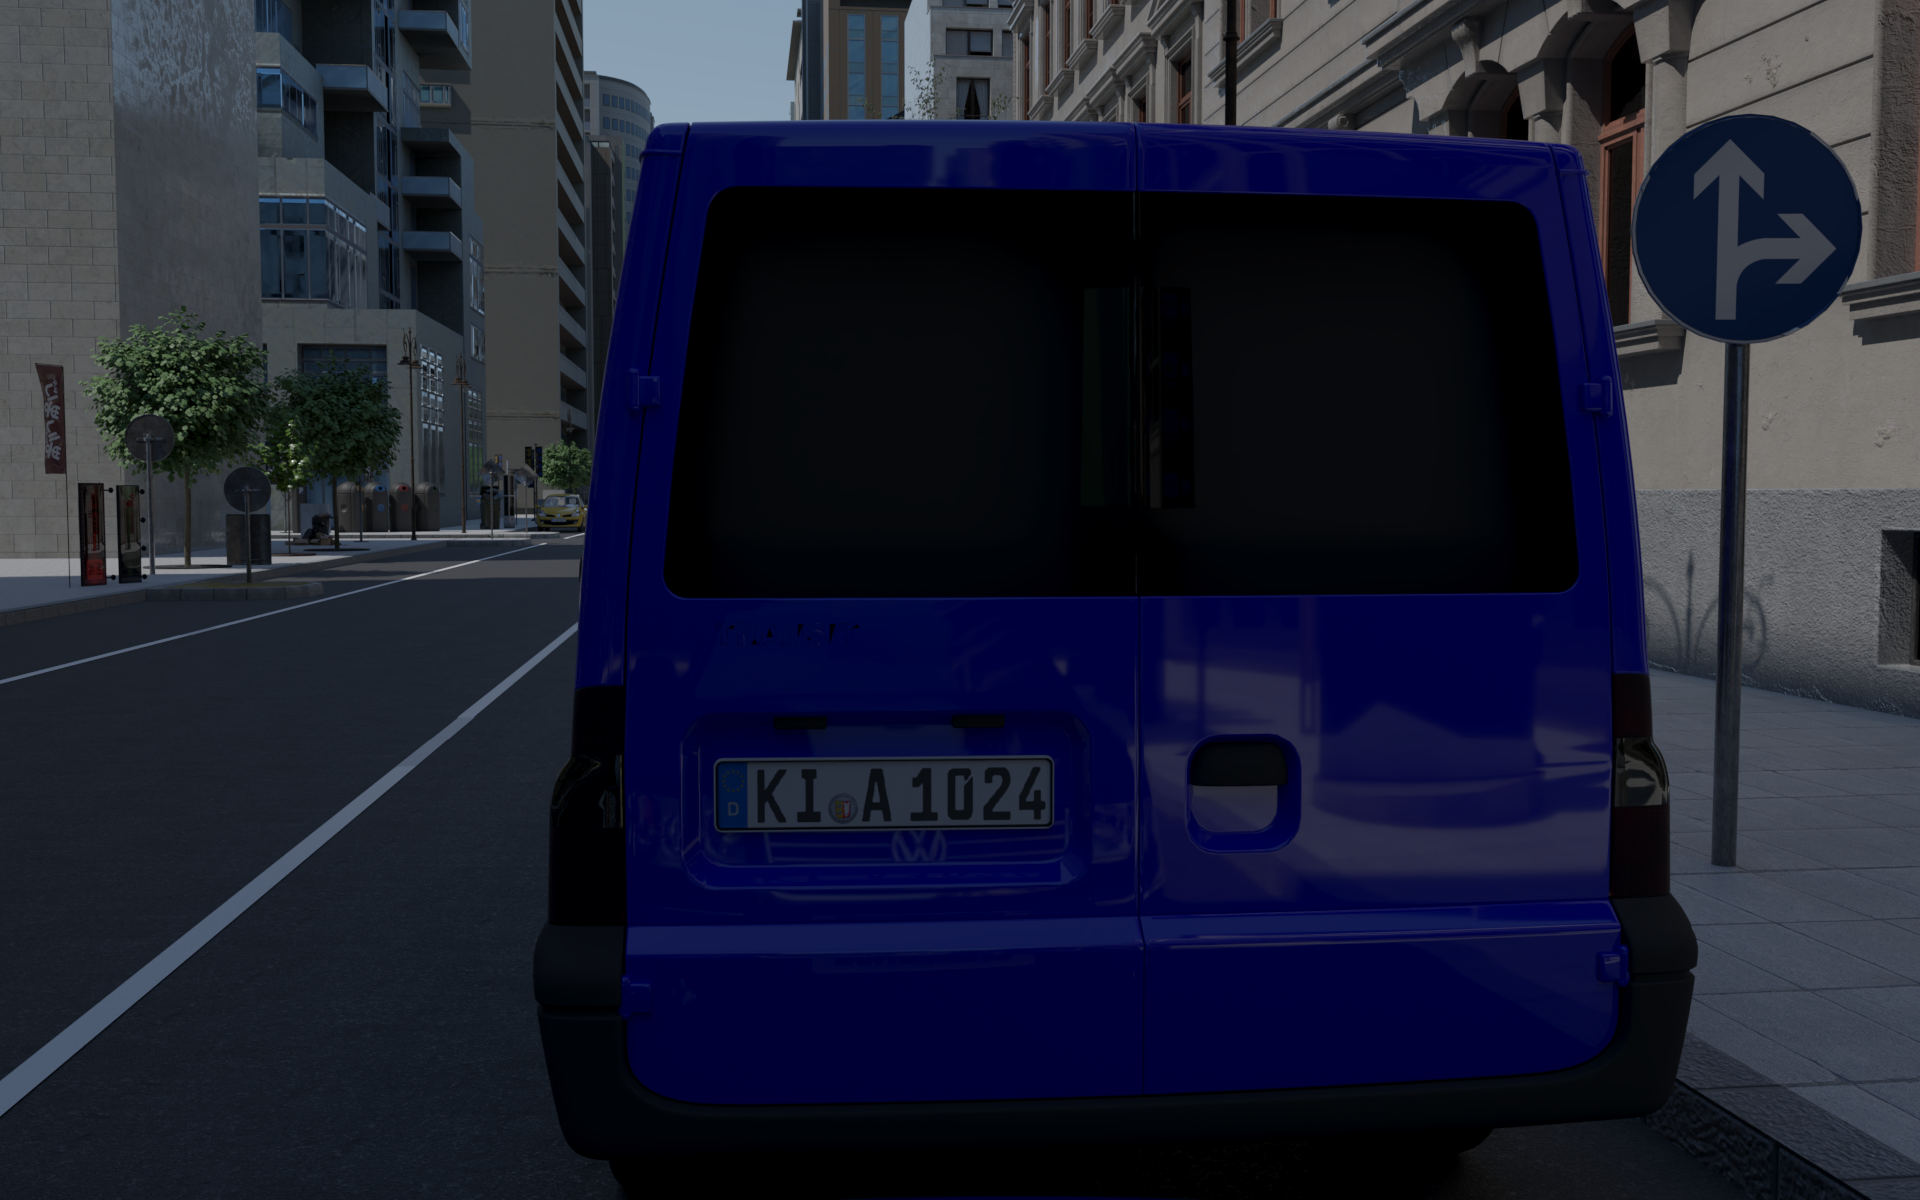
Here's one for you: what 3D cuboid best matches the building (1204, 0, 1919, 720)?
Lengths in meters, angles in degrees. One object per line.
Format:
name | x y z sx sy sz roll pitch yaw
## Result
building | 11.000 -13.898 14.617 14.401 28.519 23.554 0 4 -7

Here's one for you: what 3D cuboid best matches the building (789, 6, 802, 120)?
building | -18.003 -58.885 275.438 22.319 86.520 31.000 0 4 -7

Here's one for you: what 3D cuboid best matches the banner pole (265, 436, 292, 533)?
banner pole | -22.421 -4.087 56.840 0.863 3.779 0.401 -1 4 -18

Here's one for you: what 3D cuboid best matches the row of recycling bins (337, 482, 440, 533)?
row of recycling bins | -19.349 -3.148 58.577 3.534 1.692 1.069 -3 5 -44

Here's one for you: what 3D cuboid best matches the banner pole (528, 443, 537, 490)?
banner pole | -21.103 -5.849 85.644 0.863 3.779 0.401 2 4 35

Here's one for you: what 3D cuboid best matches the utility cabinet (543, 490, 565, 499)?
utility cabinet | -22.345 -5.304 95.402 1.173 1.500 0.318 0 4 0

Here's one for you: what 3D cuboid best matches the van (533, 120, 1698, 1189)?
van | 0.007 -0.057 5.316 2.240 2.365 5.245 0 4 -6

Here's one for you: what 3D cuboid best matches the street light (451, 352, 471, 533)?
street light | -16.264 -5.127 56.612 0.468 5.910 1.993 0 4 -7

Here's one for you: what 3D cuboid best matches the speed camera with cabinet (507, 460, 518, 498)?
speed camera with cabinet | -26.707 -6.542 101.305 0.660 3.252 2.038 1 4 23

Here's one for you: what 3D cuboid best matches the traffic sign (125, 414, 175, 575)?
traffic sign | -12.875 -1.678 27.540 0.768 2.556 0.104 0 4 -5

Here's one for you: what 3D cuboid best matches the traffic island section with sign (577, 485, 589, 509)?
traffic island section with sign | -17.008 -4.276 78.547 1.989 1.847 2.006 0 4 -7

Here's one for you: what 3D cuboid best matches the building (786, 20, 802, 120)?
building | -4.411 -36.902 192.584 28.713 52.752 27.495 0 4 -7

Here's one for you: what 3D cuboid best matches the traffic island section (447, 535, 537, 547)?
traffic island section | -13.212 -1.624 48.839 2.009 0.180 2.903 0 4 -7

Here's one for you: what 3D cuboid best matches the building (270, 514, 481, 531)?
building | -32.009 -46.452 72.156 22.319 86.520 31.000 0 4 -7

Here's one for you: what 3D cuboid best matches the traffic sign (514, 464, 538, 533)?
traffic sign | -14.200 -3.245 56.702 0.795 2.450 0.064 0 4 -7

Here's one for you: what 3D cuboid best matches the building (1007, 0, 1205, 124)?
building | 7.663 -12.294 37.159 11.583 22.565 21.152 0 4 -7

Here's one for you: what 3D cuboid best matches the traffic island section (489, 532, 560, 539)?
traffic island section | -14.222 -2.109 56.760 2.009 0.180 2.903 0 4 -7

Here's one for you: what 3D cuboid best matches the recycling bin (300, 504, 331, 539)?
recycling bin | -17.139 -2.050 46.077 0.722 1.027 0.722 -1 4 -17

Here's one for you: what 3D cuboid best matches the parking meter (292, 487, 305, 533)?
parking meter | -21.662 -3.120 56.730 0.255 1.863 0.399 1 4 22

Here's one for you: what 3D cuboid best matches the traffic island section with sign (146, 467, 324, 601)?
traffic island section with sign | -10.099 -0.961 24.335 1.989 1.847 2.006 0 4 -7

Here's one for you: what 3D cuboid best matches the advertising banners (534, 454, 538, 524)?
advertising banners | -17.919 -4.716 73.287 0.090 3.025 2.074 -1 4 -16

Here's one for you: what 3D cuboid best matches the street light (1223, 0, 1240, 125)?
street light | 1.662 -2.317 10.676 0.468 5.910 1.993 0 4 -7

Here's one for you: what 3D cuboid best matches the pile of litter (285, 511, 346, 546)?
pile of litter | -16.185 -1.805 43.471 1.719 0.858 1.176 3 4 37

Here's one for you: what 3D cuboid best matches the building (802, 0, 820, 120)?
building | -4.363 -38.034 163.852 21.231 58.520 28.212 0 4 -7

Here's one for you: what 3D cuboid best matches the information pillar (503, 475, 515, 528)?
information pillar | -16.989 -3.716 65.241 0.304 2.012 0.304 2 4 31

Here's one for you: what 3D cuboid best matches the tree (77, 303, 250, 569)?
tree | -13.486 -2.830 29.981 4.285 4.588 4.351 0 3 0

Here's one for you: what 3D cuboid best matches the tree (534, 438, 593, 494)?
tree | -23.390 -7.419 105.012 4.285 4.588 4.351 0 3 0

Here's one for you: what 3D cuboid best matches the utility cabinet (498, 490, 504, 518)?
utility cabinet | -24.865 -5.126 92.496 1.173 1.500 0.318 2 4 31

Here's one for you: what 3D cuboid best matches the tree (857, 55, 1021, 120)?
tree | -0.039 -4.838 29.469 4.360 8.622 3.978 0 3 0

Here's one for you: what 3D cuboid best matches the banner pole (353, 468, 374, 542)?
banner pole | -15.963 -3.451 46.437 0.401 3.779 0.863 1 4 13

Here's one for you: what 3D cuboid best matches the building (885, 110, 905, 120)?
building | -1.109 -16.669 101.415 11.050 23.489 19.941 0 4 -7

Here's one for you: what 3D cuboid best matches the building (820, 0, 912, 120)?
building | -4.239 -30.142 142.934 14.600 45.320 14.200 0 4 -7

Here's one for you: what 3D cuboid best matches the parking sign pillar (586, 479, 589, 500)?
parking sign pillar | -25.553 -8.086 120.684 1.447 3.967 1.447 0 4 -5

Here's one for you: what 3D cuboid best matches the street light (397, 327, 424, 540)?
street light | -15.196 -4.601 48.015 0.468 5.910 1.993 0 4 -7

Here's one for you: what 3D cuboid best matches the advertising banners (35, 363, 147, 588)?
advertising banners | -12.107 -1.711 24.166 0.090 3.025 2.074 1 4 12

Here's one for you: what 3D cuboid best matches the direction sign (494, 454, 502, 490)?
direction sign | -26.199 -6.506 98.364 0.379 3.537 0.876 -3 5 -41

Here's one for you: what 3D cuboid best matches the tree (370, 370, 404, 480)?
tree | -14.172 -3.399 39.290 4.285 4.588 4.351 0 3 0

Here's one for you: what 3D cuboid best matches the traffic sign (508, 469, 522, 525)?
traffic sign | -18.098 -4.189 70.620 0.606 2.300 0.079 0 4 -2

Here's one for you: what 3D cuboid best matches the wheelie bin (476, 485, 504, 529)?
wheelie bin | -17.072 -3.374 63.065 0.980 1.594 0.693 -2 4 -31

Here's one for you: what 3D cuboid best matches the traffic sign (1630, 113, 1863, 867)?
traffic sign | 2.646 -0.356 5.921 0.768 2.556 0.104 0 4 2

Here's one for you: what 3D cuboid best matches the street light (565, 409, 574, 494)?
street light | -21.078 -7.389 93.606 0.468 5.910 1.993 0 4 -7

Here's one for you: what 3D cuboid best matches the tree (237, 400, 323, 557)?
tree | -14.033 -2.519 35.794 1.663 3.219 1.824 0 3 0

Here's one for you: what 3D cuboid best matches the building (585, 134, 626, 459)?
building | -44.360 -31.044 191.160 14.154 41.232 14.086 0 4 -7

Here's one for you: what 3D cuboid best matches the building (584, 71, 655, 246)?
building | -53.760 -42.819 242.083 21.231 58.520 28.212 0 4 -7

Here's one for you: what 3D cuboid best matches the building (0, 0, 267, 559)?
building | -25.638 -11.212 38.074 16.860 20.320 10.420 0 4 -7

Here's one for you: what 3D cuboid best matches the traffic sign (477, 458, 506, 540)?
traffic sign | -13.190 -2.761 48.780 0.795 2.450 0.064 0 4 -7

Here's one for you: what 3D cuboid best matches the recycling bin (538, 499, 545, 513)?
recycling bin | -20.714 -4.556 87.047 0.722 1.027 0.722 3 5 40

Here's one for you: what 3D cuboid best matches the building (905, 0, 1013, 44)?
building | 6.768 -12.947 66.439 16.860 20.320 10.420 0 4 -7

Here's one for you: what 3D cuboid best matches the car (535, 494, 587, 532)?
car | -15.264 -3.448 66.590 2.015 1.641 3.980 0 4 -8

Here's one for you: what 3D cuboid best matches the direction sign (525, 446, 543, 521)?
direction sign | -20.227 -5.520 82.248 0.876 3.537 0.379 1 4 11

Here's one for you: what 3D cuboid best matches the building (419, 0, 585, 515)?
building | -36.766 -30.078 115.482 21.300 48.544 21.600 0 4 -7
